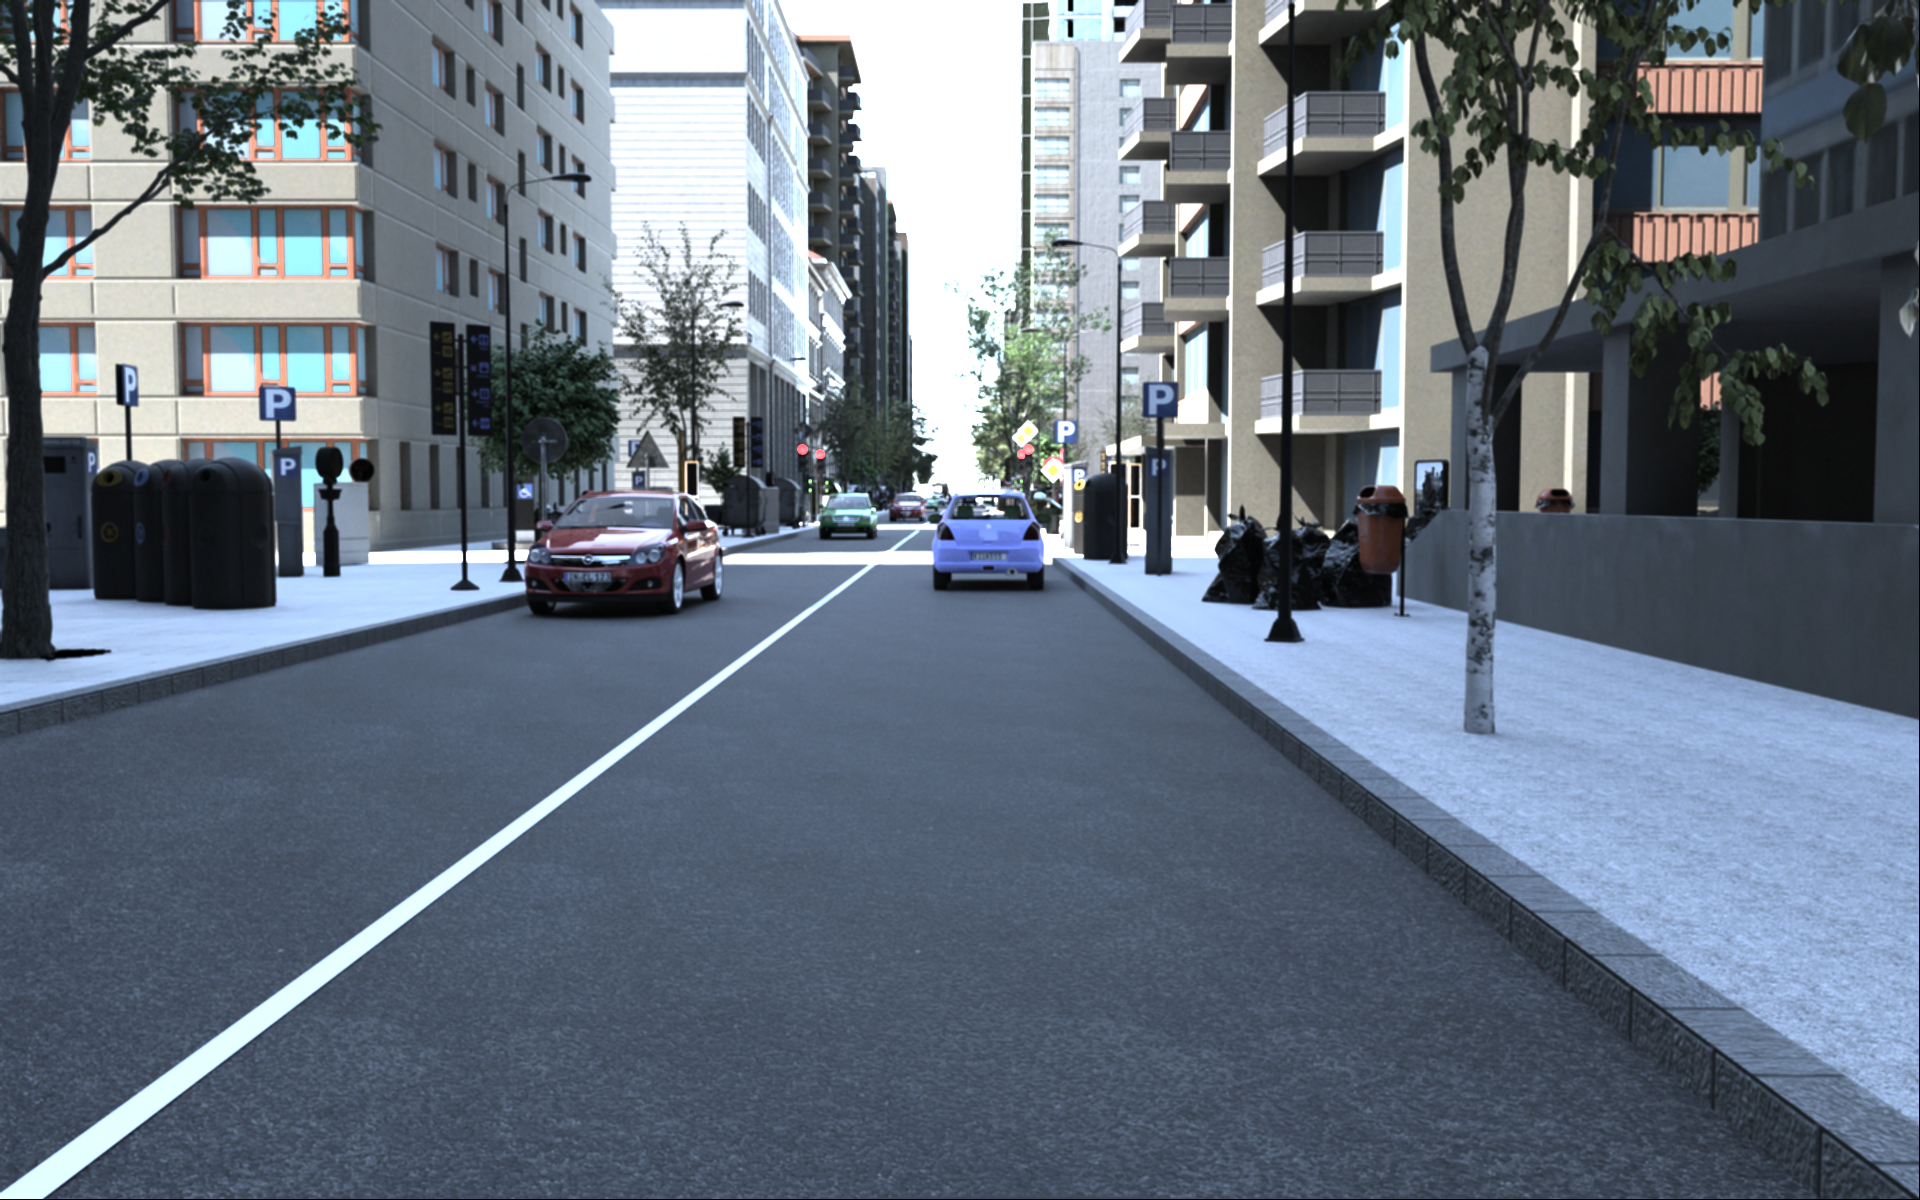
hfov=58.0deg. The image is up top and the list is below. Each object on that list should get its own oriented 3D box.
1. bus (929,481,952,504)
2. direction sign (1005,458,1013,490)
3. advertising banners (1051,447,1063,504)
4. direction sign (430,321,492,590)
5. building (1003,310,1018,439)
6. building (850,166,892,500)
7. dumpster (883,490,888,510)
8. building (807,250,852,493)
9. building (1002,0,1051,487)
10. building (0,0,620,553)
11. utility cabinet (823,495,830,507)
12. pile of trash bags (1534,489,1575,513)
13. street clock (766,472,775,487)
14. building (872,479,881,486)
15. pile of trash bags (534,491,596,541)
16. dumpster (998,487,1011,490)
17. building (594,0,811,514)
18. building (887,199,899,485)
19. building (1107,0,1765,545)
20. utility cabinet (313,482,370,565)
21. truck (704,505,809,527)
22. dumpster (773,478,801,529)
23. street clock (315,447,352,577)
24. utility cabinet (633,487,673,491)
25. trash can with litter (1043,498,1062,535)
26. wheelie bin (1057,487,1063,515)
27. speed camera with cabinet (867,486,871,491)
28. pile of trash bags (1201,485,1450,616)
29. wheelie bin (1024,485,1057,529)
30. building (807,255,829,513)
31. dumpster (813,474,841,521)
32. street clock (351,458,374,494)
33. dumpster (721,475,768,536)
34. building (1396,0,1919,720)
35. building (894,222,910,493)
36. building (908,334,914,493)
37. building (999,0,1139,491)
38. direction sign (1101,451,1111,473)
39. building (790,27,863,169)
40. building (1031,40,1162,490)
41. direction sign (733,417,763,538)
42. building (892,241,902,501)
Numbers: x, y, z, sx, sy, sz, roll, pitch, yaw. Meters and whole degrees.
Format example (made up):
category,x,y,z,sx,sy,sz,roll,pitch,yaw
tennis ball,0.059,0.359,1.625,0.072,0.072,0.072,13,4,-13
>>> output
category,x,y,z,sx,sy,sz,roll,pitch,yaw
bus,-2.664,-15.357,245.949,2.948,3.499,13.247,0,4,2
direction sign,3.265,-7.129,108.548,0.876,3.537,0.379,1,4,8
advertising banners,3.642,-4.202,64.888,0.090,3.025,2.074,-1,4,-8
direction sign,-6.637,-1.903,23.115,0.379,3.537,0.876,3,5,44
building,13.721,-30.537,270.980,14.160,30.474,14.107,0,4,0
building,-16.021,-32.179,209.728,14.154,41.232,14.086,0,4,0
dumpster,-6.255,-7.885,134.680,1.264,1.857,1.865,0,4,0
building,-15.018,-18.394,136.900,11.583,22.565,21.152,0,4,0
building,16.705,-49.768,251.961,20.563,71.187,20.611,0,4,0
building,-27.283,-12.584,50.785,28.899,21.520,27.650,0,4,0
utility cabinet,-5.957,-4.086,77.971,0.306,1.237,1.020,0,4,5
pile of trash bags,8.657,-1.182,29.071,3.447,1.369,1.912,-1,4,-10
street clock,-6.183,-3.174,56.470,0.358,2.002,0.471,0,4,3
building,-25.149,-30.514,190.792,32.217,40.220,23.993,0,4,0
pile of trash bags,-10.216,-2.215,45.974,1.912,1.369,3.447,-2,4,-30
dumpster,3.410,-7.765,132.722,1.264,1.857,1.865,0,4,0
building,-14.770,-19.181,91.109,11.434,29.767,29.804,0,4,0
building,-20.187,-36.409,249.908,22.147,44.769,28.867,0,4,0
building,16.026,-24.052,47.869,22.147,44.769,28.867,0,4,0
utility cabinet,-11.129,-1.375,31.158,0.318,1.500,1.173,1,4,17
truck,-15.681,-4.966,70.952,18.799,4.110,2.967,0,4,1
dumpster,-6.550,-3.554,63.859,1.264,1.857,1.865,0,3,0
street clock,-9.777,-1.366,26.903,0.358,2.002,0.471,0,4,6
utility cabinet,-9.158,-2.633,51.735,1.173,1.500,0.318,1,4,19
trash can with litter,3.134,-2.611,54.081,1.055,1.170,0.624,1,4,20
wheelie bin,3.926,-4.096,74.874,0.980,1.594,0.693,0,4,-7
speed camera with cabinet,-7.419,-9.100,143.121,0.660,3.252,2.038,1,4,18
pile of trash bags,4.109,-0.598,19.535,1.912,1.369,3.447,-1,4,-13
wheelie bin,2.904,-3.397,63.454,0.693,1.594,0.980,-2,4,-27
building,-14.806,-15.425,116.824,10.561,19.102,19.286,0,4,0
dumpster,-6.406,-4.837,81.583,1.502,2.255,1.985,0,4,0
street clock,-12.180,-1.878,35.271,0.471,2.002,0.358,-2,4,-30
dumpster,-6.648,-2.908,53.310,1.264,1.857,1.865,0,3,0
building,21.582,-19.678,13.619,32.217,40.220,23.993,0,4,0
building,-15.343,-38.887,285.907,14.600,45.320,14.200,0,4,0
building,-15.330,-32.369,300.932,14.160,30.474,14.107,0,4,0
building,18.020,-59.883,291.764,22.319,86.520,31.000,0,4,0
direction sign,7.645,-6.037,90.707,0.379,3.537,0.876,-2,4,-31
building,-20.591,-31.121,163.446,22.147,44.769,28.867,0,4,0
building,13.553,-29.149,160.176,14.154,41.232,14.086,0,4,0
direction sign,-6.238,-3.609,51.004,0.876,3.537,0.379,-1,4,-22
building,-16.396,-35.983,271.920,14.154,41.232,14.086,0,4,0
